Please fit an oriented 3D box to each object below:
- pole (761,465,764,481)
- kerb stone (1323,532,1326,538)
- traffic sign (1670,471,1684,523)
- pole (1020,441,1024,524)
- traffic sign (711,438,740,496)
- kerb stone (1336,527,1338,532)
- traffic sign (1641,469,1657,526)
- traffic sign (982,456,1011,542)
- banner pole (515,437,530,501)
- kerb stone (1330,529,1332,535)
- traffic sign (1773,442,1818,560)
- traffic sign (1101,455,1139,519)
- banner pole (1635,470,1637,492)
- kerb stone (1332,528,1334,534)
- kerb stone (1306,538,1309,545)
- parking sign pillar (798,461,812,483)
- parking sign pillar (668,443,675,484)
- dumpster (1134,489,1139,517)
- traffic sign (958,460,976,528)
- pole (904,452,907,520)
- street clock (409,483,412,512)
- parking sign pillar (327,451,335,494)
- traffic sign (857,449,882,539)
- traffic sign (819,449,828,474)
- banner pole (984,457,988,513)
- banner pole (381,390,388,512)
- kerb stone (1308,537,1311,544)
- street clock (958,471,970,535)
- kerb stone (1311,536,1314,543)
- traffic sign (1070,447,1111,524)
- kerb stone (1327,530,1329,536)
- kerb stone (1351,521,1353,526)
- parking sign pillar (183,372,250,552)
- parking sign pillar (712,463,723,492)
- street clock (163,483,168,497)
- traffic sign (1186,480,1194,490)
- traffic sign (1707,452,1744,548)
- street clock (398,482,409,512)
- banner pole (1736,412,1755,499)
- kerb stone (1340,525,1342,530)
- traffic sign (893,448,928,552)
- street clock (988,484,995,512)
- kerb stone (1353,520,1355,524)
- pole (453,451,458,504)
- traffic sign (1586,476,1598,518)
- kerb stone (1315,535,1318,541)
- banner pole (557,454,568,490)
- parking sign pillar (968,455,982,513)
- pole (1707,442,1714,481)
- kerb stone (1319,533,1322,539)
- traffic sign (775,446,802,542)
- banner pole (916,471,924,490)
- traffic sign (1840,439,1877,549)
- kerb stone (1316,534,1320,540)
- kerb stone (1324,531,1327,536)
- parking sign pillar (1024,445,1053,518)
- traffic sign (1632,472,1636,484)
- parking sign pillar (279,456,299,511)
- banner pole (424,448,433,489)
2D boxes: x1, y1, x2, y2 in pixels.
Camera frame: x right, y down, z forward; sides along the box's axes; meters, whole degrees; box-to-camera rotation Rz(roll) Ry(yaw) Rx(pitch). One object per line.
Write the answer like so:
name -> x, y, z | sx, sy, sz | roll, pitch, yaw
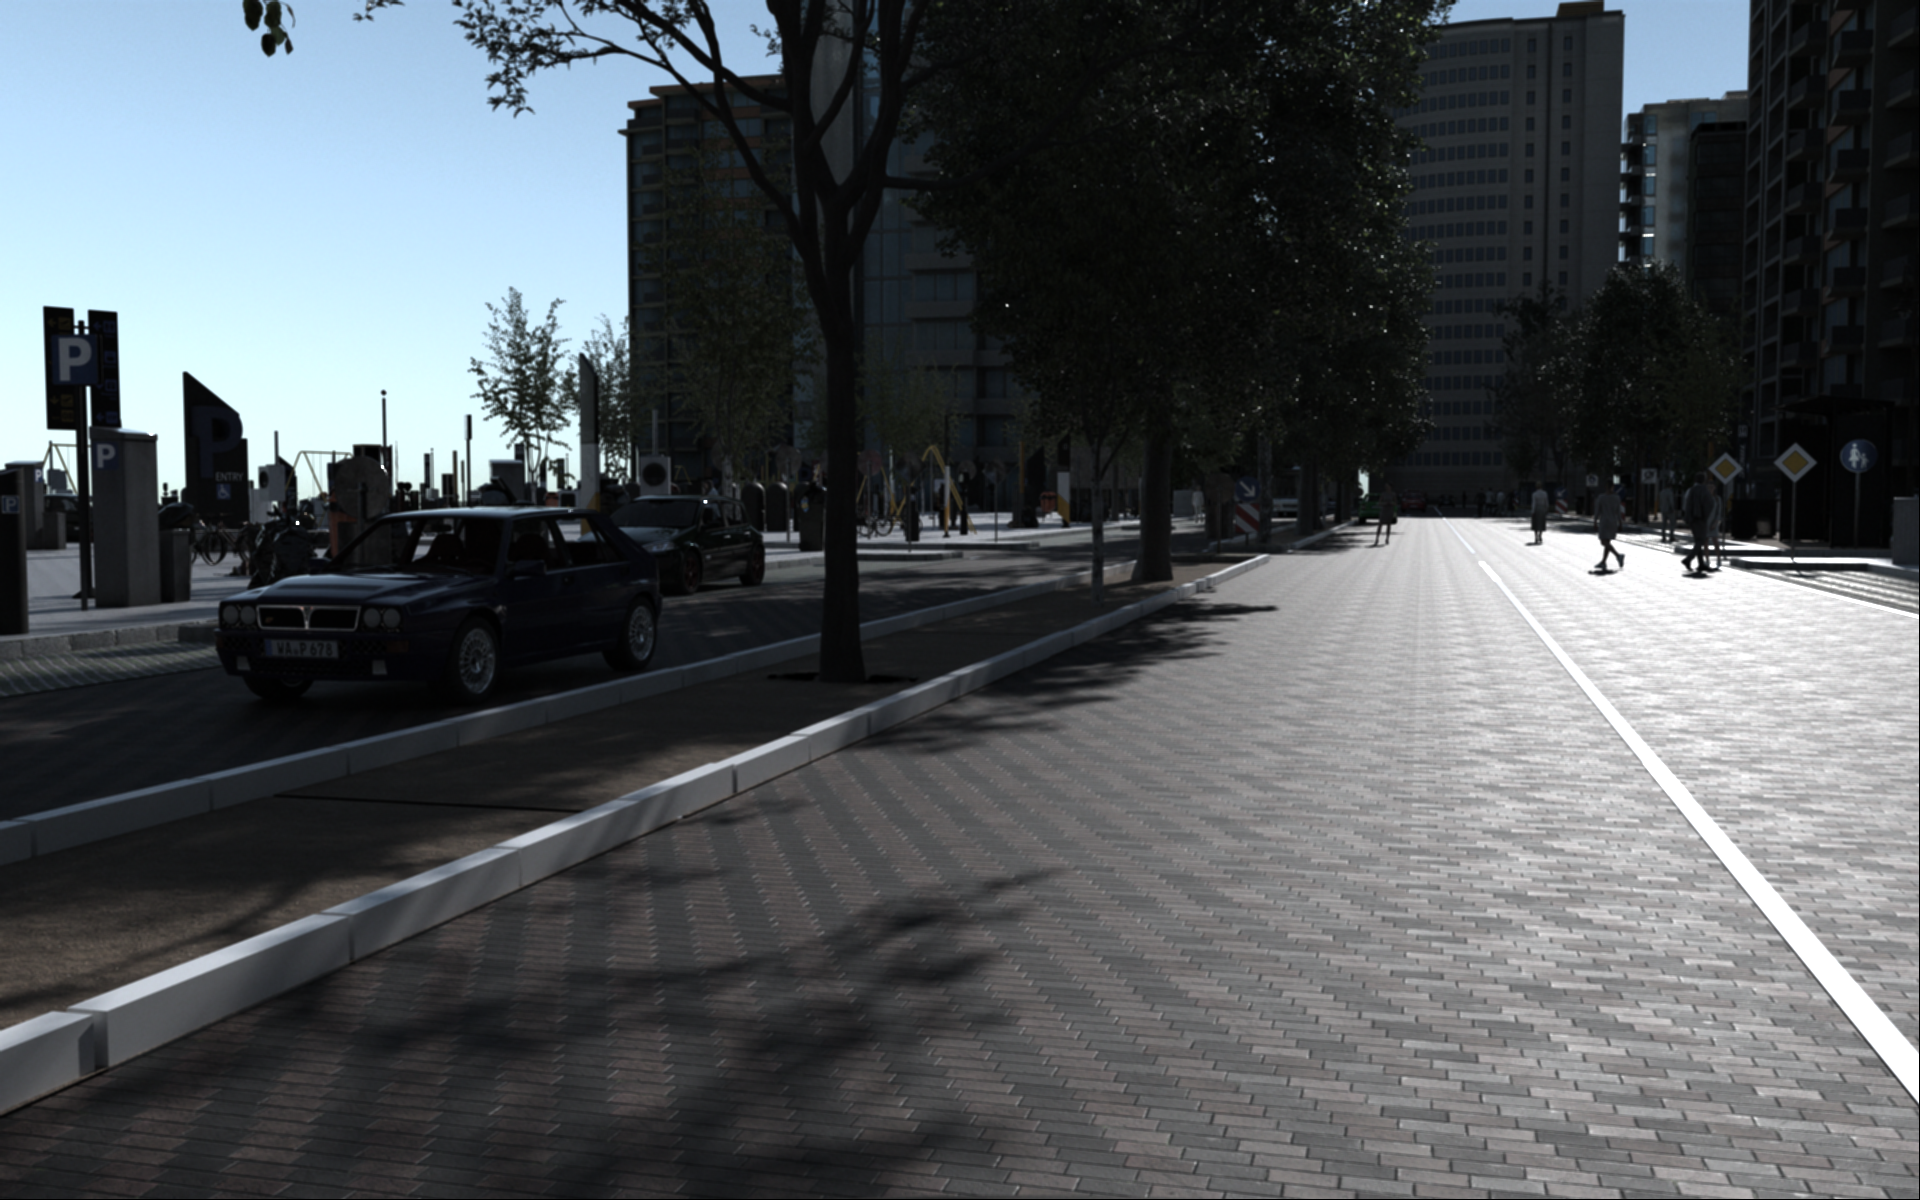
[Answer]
pole -> -14.033, -7.918, 123.298 | 0.158, 3.312, 0.155 | 0, 3, 0
kerb stone -> 11.606, -2.055, 55.798 | 0.120, 0.150, 1.000 | 1, 4, 15
traffic sign -> 31.314, -4.498, 75.672 | 0.606, 2.300, 0.079 | 2, 4, 24
pole -> 2.398, -4.476, 67.028 | 0.158, 3.312, 0.155 | 0, 3, 0
traffic sign -> -5.374, -2.414, 39.572 | 0.768, 2.556, 0.104 | 2, 4, 24
kerb stone -> 13.718, -2.540, 63.731 | 0.120, 0.150, 1.000 | 1, 4, 15
traffic sign -> 27.792, -4.146, 69.910 | 0.606, 2.300, 0.079 | 1, 4, 16
traffic sign -> 0.961, -2.581, 45.842 | 0.795, 2.450, 0.064 | 1, 4, 15
banner pole -> -19.000, -5.225, 75.440 | 0.863, 3.779, 0.401 | 0, 4, 7
kerb stone -> 12.660, -2.297, 59.766 | 0.120, 0.150, 1.000 | 1, 4, 15
traffic sign -> 16.131, -1.827, 33.511 | 0.795, 2.450, 0.064 | 1, 4, 15
traffic sign -> 8.067, -5.766, 88.139 | 2.265, 3.308, 0.079 | 1, 4, 19
banner pole -> 37.436, -6.451, 95.498 | 0.863, 3.779, 0.401 | -2, 4, -33
kerb stone -> 12.929, -2.358, 60.755 | 0.120, 0.150, 1.000 | 1, 4, 15
kerb stone -> 9.479, -1.572, 47.890 | 0.120, 0.150, 1.000 | 1, 4, 15
parking sign pillar -> -11.143, -8.327, 124.623 | 1.447, 3.967, 1.447 | -1, 4, -11
parking sign pillar -> -15.384, -6.296, 91.415 | 1.447, 3.967, 1.447 | 0, 4, 2
dumpster -> 10.462, -5.592, 97.183 | 1.264, 1.857, 1.865 | 1, 4, 15
traffic sign -> 0.241, -3.961, 64.862 | 0.768, 2.556, 0.104 | 2, 4, 25
pole -> -2.679, -5.553, 84.630 | 0.158, 3.312, 0.155 | 0, 3, 0
street clock -> -34.082, -6.258, 106.883 | 0.358, 2.002, 0.471 | 3, 5, 44
parking sign pillar -> -38.827, -7.255, 107.089 | 1.447, 3.967, 1.447 | -1, 4, -18
traffic sign -> -2.569, -2.985, 48.915 | 0.768, 2.556, 0.104 | 1, 4, 18
traffic sign -> -3.516, -2.886, 47.299 | 0.768, 2.556, 0.104 | 1, 4, 22
banner pole -> 1.735, -7.693, 115.796 | 0.401, 3.779, 0.863 | 1, 4, 21
banner pole -> -13.908, -3.176, 41.941 | 0.401, 3.779, 0.863 | -1, 4, -16
kerb stone -> 9.737, -1.632, 48.879 | 0.120, 0.150, 1.000 | 1, 4, 15
street clock -> 0.121, -3.045, 54.361 | 0.358, 2.002, 0.471 | -1, 4, -23
kerb stone -> 10.016, -1.692, 49.863 | 0.120, 0.150, 1.000 | 1, 4, 15
traffic sign -> 5.406, -4.950, 74.799 | 2.265, 3.308, 0.079 | 1, 4, 17
kerb stone -> 12.128, -2.175, 57.788 | 0.120, 0.150, 1.000 | 1, 4, 15
kerb stone -> 17.179, -3.329, 76.629 | 0.120, 0.150, 1.000 | 1, 4, 15
parking sign pillar -> -16.598, -3.071, 38.688 | 1.447, 3.967, 1.447 | 2, 4, 32
parking sign pillar -> -12.955, -6.420, 93.445 | 1.447, 3.967, 1.447 | 1, 4, 14
street clock -> -51.894, -6.642, 113.165 | 0.358, 2.002, 0.471 | -1, 4, -18
traffic sign -> 15.877, -7.297, 119.306 | 0.884, 2.594, 0.081 | 1, 4, 17
traffic sign -> 18.196, -2.299, 41.226 | 0.795, 2.450, 0.064 | 1, 4, 15
street clock -> -33.659, -6.103, 104.346 | 0.358, 2.002, 0.471 | 1, 4, 23
banner pole -> 23.882, -3.832, 52.663 | 0.863, 3.779, 0.401 | -2, 4, -26
kerb stone -> 14.511, -2.716, 66.700 | 0.120, 0.150, 1.000 | 1, 4, 15
traffic sign -> -1.103, -2.109, 38.127 | 0.795, 2.450, 0.064 | 1, 4, 15
street clock -> 2.230, -7.111, 120.827 | 0.471, 2.002, 0.358 | 2, 4, 26
kerb stone -> 17.709, -3.450, 78.604 | 0.120, 0.150, 1.000 | 1, 4, 15
pole -> -23.710, -5.354, 81.375 | 0.158, 3.312, 0.155 | 0, 3, 0
traffic sign -> 34.346, -5.628, 94.146 | 0.606, 2.300, 0.079 | 1, 4, 20
kerb stone -> 10.543, -1.813, 51.838 | 0.120, 0.150, 1.000 | 1, 4, 15
banner pole -> -24.554, -7.174, 107.306 | 0.863, 3.779, 0.401 | -1, 4, -14
parking sign pillar -> 0.776, -8.060, 120.258 | 1.447, 3.967, 1.447 | 3, 4, 38
pole -> 29.361, -4.524, 67.808 | 0.158, 3.312, 0.155 | 0, 3, 0
kerb stone -> 11.067, -1.928, 53.826 | 0.120, 0.150, 1.000 | 1, 4, 15
traffic sign -> -4.584, -2.819, 46.194 | 0.768, 2.556, 0.104 | 1, 4, 19
banner pole -> -2.875, -8.045, 121.558 | 0.863, 3.779, 0.401 | -2, 4, -28
traffic sign -> 20.910, -2.462, 40.353 | 0.768, 2.556, 0.104 | 1, 4, 23
kerb stone -> 10.803, -1.872, 52.833 | 0.120, 0.150, 1.000 | 1, 4, 15
kerb stone -> 11.863, -2.112, 56.796 | 0.120, 0.150, 1.000 | 1, 4, 15
parking sign pillar -> 4.022, -6.515, 94.985 | 1.447, 3.967, 1.447 | -3, 5, -44
traffic sign -> 37.773, -5.890, 96.402 | 0.768, 2.556, 0.104 | 1, 4, 19
parking sign pillar -> -46.312, -7.995, 119.188 | 1.447, 3.967, 1.447 | 2, 4, 32
banner pole -> -28.899, -6.384, 94.390 | 0.401, 3.779, 0.863 | 2, 4, 24
